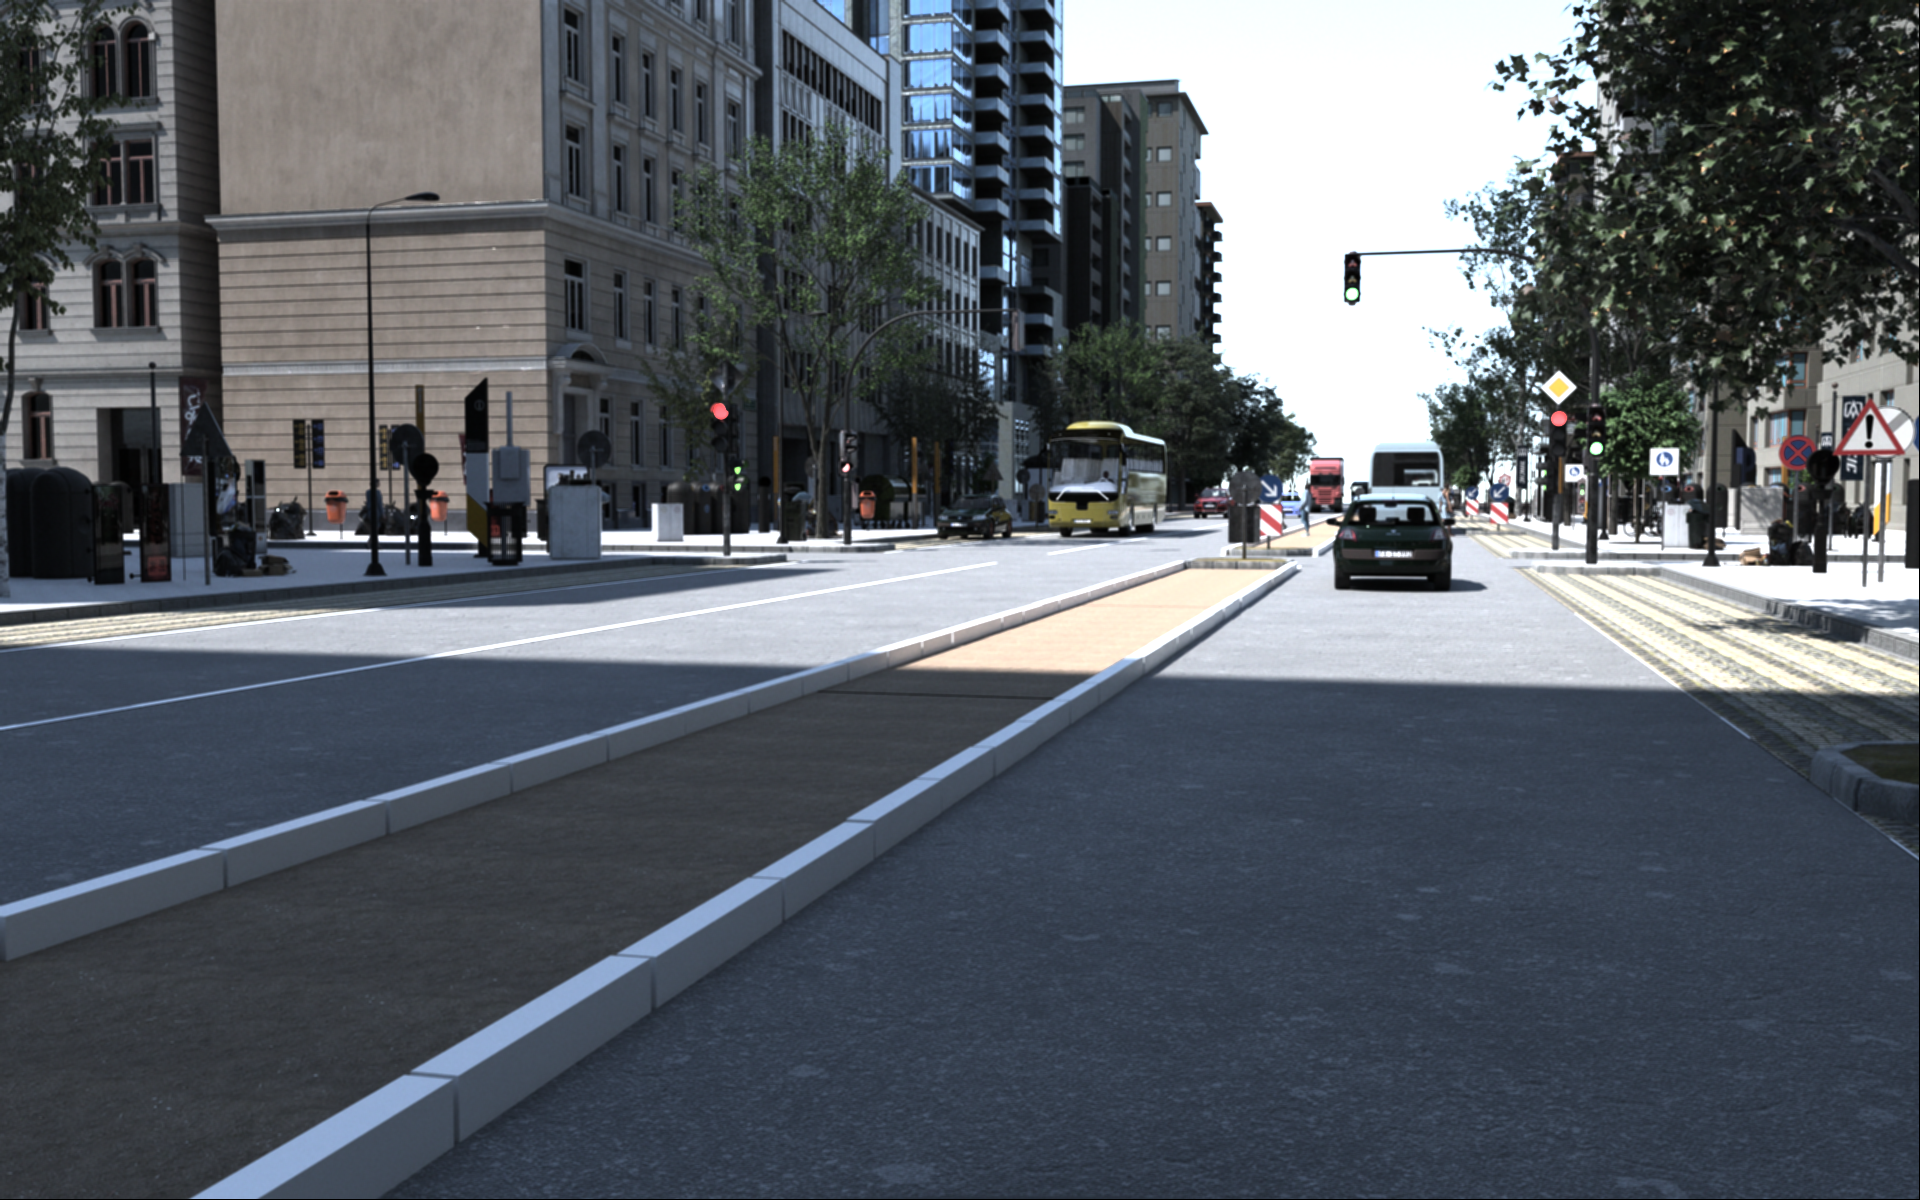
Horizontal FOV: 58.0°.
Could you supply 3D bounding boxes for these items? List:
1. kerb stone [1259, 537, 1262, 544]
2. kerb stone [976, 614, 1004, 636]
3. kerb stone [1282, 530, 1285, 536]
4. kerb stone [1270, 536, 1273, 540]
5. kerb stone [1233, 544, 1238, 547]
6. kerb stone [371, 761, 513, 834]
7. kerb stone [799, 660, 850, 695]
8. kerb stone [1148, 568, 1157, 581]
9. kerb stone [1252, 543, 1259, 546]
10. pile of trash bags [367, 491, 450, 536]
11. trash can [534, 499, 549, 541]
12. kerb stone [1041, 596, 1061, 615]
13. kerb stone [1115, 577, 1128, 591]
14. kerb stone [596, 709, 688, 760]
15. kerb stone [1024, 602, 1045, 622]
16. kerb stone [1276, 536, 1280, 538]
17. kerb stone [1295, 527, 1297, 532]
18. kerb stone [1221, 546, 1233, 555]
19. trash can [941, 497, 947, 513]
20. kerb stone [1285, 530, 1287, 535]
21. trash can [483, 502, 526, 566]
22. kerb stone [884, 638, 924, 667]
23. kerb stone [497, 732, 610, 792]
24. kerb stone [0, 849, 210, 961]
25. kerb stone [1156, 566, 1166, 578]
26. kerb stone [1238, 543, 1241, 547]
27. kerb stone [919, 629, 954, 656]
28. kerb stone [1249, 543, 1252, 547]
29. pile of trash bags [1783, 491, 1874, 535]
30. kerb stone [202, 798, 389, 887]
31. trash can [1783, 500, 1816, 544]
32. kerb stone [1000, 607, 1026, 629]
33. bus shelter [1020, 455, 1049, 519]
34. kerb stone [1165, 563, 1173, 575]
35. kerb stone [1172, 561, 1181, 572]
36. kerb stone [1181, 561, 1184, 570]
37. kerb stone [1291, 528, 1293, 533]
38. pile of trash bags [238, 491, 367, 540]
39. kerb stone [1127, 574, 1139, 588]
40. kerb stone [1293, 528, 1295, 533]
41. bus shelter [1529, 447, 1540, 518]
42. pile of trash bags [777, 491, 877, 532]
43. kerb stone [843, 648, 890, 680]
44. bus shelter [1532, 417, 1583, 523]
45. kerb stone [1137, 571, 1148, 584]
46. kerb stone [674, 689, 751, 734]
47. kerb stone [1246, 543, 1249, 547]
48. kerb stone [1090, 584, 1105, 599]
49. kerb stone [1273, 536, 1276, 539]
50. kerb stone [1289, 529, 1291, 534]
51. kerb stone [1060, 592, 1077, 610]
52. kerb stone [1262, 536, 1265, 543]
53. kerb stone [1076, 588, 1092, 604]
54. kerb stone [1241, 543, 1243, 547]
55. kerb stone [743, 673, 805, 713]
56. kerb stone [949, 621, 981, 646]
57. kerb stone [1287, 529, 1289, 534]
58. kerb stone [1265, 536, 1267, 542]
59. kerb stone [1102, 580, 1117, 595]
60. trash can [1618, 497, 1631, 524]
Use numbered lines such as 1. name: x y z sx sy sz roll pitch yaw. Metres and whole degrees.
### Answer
1. kerb stone: 8.368 -1.639 48.996 0.120 0.150 1.000 1 4 14
2. kerb stone: 0.254 0.277 17.702 0.120 0.150 1.000 1 4 14
3. kerb stone: 10.689 -2.184 57.936 0.120 0.150 1.000 1 4 14
4. kerb stone: 9.394 -1.882 52.963 0.120 0.150 1.000 1 4 14
5. kerb stone: 6.571 -1.215 42.063 0.120 0.150 1.000 1 4 14
6. kerb stone: -2.318 0.883 7.752 0.120 0.150 1.000 1 4 14
7. kerb stone: -1.038 0.582 12.719 0.120 0.150 1.000 1 4 14
8. kerb stone: 3.090 -0.391 28.627 0.120 0.150 1.000 1 4 14
9. kerb stone: 8.114 -1.579 48.006 0.120 0.150 1.000 1 4 14
10. pile of trash bags: -17.149 -2.691 53.752 3.447 1.369 1.912 2 4 30
11. trash can: -11.260 -2.185 47.377 0.748 1.137 0.748 0 3 0
12. kerb stone: 1.023 0.093 20.676 0.120 0.150 1.000 1 4 14
13. kerb stone: 2.315 -0.211 25.647 0.120 0.150 1.000 1 4 14
14. kerb stone: -1.803 0.762 9.739 0.120 0.150 1.000 1 4 14
15. kerb stone: 0.777 0.159 19.684 0.120 0.150 1.000 1 4 14
16. kerb stone: 10.165 -2.064 55.946 0.120 0.150 1.000 1 4 14
17. kerb stone: 12.232 -2.547 63.881 0.120 0.150 1.000 1 4 14
18. kerb stone: 6.313 -1.151 41.074 0.120 0.150 1.000 1 4 14
19. trash can: -1.025 -5.199 96.665 0.748 1.137 0.748 0 3 0
20. kerb stone: 10.944 -2.247 58.936 0.120 0.150 1.000 1 4 14
21. trash can: -8.184 -1.191 31.133 0.748 1.137 0.748 0 3 0
22. kerb stone: -0.520 0.458 14.699 0.120 0.150 1.000 1 4 14
23. kerb stone: -2.063 0.822 8.750 0.120 0.150 1.000 1 4 14
24. kerb stone: -2.836 1.007 5.769 0.120 0.150 1.000 1 4 14
25. kerb stone: 3.355 -0.454 29.624 0.120 0.150 1.000 1 4 14
26. kerb stone: 6.825 -1.276 43.054 0.120 0.150 1.000 1 4 14
27. kerb stone: -0.259 0.399 15.692 0.120 0.150 1.000 1 4 14
28. kerb stone: 7.599 -1.458 46.027 0.120 0.150 1.000 1 4 14
29. pile of trash bags: 27.253 -2.772 55.080 3.447 1.369 1.912 -1 4 -14
30. kerb stone: -2.580 0.944 6.759 0.120 0.150 1.000 1 4 14
31. trash can: 20.869 -1.922 43.085 0.748 1.137 0.748 0 3 0
32. kerb stone: 0.517 0.214 18.694 0.120 0.150 1.000 1 4 14
33. bus shelter: 4.746 -6.026 92.452 2.014 3.302 5.546 1 4 14
34. kerb stone: 3.603 -0.511 30.617 0.120 0.150 1.000 1 4 14
35. kerb stone: 3.860 -0.576 31.611 0.120 0.150 1.000 1 4 14
36. kerb stone: 4.116 -0.637 32.603 0.120 0.150 1.000 1 4 14
37. kerb stone: 11.721 -2.426 61.902 0.120 0.150 1.000 1 4 14
38. pile of trash bags: -18.857 -2.383 48.710 3.447 1.369 1.912 0 4 7
39. kerb stone: 2.577 -0.272 26.647 0.120 0.150 1.000 1 4 14
40. kerb stone: 11.970 -2.487 62.893 0.120 0.150 1.000 1 4 14
41. bus shelter: 30.386 -6.000 89.378 1.731 3.624 6.357 1 4 14
42. pile of trash bags: -4.568 -3.031 59.316 3.447 1.369 1.912 0 4 -1
43. kerb stone: -0.779 0.520 13.710 0.120 0.150 1.000 1 4 14
44. bus shelter: 28.012 -6.337 81.250 2.179 5.291 8.768 1 4 15
45. kerb stone: 2.834 -0.333 27.637 0.120 0.150 1.000 1 4 14
46. kerb stone: -1.553 0.701 10.731 0.120 0.150 1.000 1 4 14
47. kerb stone: 7.335 -1.396 45.038 0.120 0.150 1.000 1 4 14
48. kerb stone: 1.802 -0.085 23.660 0.120 0.150 1.000 1 4 14
49. kerb stone: 9.656 -1.943 53.959 0.120 0.150 1.000 1 4 14
50. kerb stone: 11.455 -2.366 60.915 0.120 0.150 1.000 1 4 14
51. kerb stone: 1.286 0.035 21.666 0.120 0.150 1.000 1 4 14
52. kerb stone: 8.627 -1.700 49.985 0.120 0.150 1.000 1 4 14
53. kerb stone: 1.541 -0.022 22.662 0.120 0.150 1.000 1 4 14
54. kerb stone: 7.083 -1.337 44.048 0.120 0.150 1.000 1 4 14
55. kerb stone: -1.295 0.640 11.727 0.120 0.150 1.000 1 4 14
56. kerb stone: 0.004 0.336 16.703 0.120 0.150 1.000 1 4 14
57. kerb stone: 11.191 -2.308 59.927 0.120 0.150 1.000 1 4 14
58. kerb stone: 8.884 -1.761 50.980 0.120 0.150 1.000 1 4 14
59. kerb stone: 2.055 -0.150 24.650 0.120 0.150 1.000 1 4 14
60. trash can: 27.995 -3.774 73.363 0.748 1.137 0.748 0 3 0
